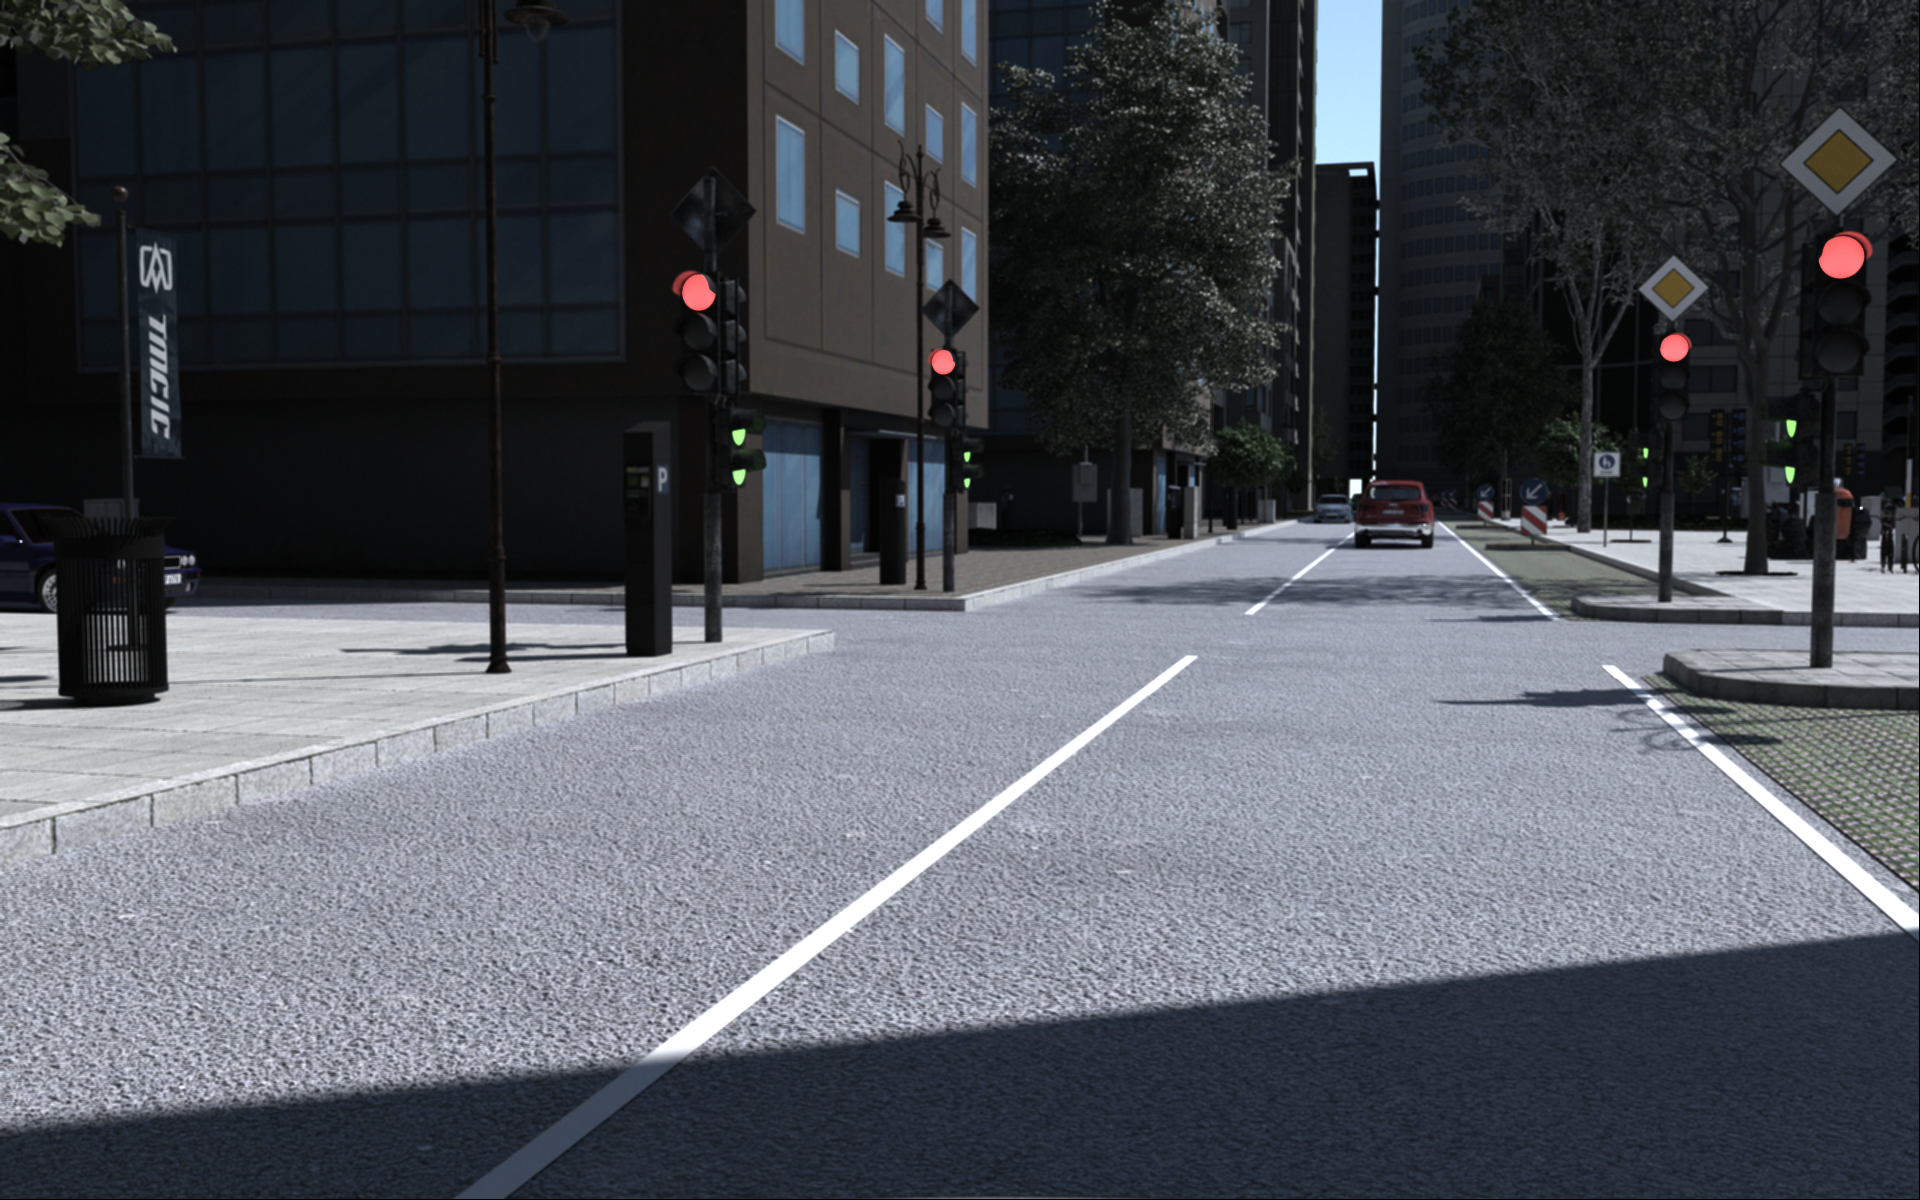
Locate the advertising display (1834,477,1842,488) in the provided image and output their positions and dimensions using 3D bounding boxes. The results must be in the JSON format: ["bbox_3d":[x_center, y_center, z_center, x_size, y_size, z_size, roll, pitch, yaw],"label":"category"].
[{"bbox_3d":[33.812,-3.784,67.077,0.974,1.923,0.123,-2,4,-35],"label":"advertising display"}]

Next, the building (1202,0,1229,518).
[{"bbox_3d":[1.759,-28.342,87.101,21.300,48.544,21.600,1,4,14],"label":"building"}]

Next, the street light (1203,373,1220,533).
[{"bbox_3d":[8.302,-5.165,57.238,0.468,5.910,1.993,1,4,14],"label":"street light"}]

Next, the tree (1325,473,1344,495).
[{"bbox_3d":[34.209,-10.025,158.505,1.663,3.219,1.824,0,3,0],"label":"tree"}]

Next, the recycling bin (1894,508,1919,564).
[{"bbox_3d":[17.980,-1.207,32.287,0.722,1.027,0.722,-1,4,-15],"label":"recycling bin"}]

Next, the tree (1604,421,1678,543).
[{"bbox_3d":[17.871,-3.141,45.951,1.663,3.219,1.824,0,3,0],"label":"tree"}]

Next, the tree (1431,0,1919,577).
[{"bbox_3d":[12.586,-7.146,27.207,12.009,13.543,11.850,0,3,0],"label":"tree"}]

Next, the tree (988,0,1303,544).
[{"bbox_3d":[4.139,-8.422,44.351,9.857,13.997,8.962,0,3,0],"label":"tree"}]

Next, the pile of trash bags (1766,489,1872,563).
[{"bbox_3d":[16.808,-1.476,33.884,1.912,1.369,3.447,1,4,12],"label":"pile of trash bags"}]

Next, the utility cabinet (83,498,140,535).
[{"bbox_3d":[-12.483,-0.876,25.485,1.020,1.237,0.306,2,4,35],"label":"utility cabinet"}]

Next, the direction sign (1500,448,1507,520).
[{"bbox_3d":[27.077,-5.752,86.044,0.379,3.537,0.876,2,4,24],"label":"direction sign"}]

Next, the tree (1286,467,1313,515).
[{"bbox_3d":[20.872,-6.938,108.045,1.663,3.219,1.824,0,3,0],"label":"tree"}]

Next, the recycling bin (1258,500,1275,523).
[{"bbox_3d":[13.441,-3.879,75.970,0.722,1.027,0.722,1,4,14],"label":"recycling bin"}]

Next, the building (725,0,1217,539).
[{"bbox_3d":[1.319,-25.108,60.622,14.600,45.320,14.200,1,4,14],"label":"building"}]

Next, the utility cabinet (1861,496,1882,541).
[{"bbox_3d":[25.266,-2.258,48.086,0.306,1.237,1.020,1,4,14],"label":"utility cabinet"}]

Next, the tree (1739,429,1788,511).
[{"bbox_3d":[39.580,-6.138,84.070,4.285,4.588,4.351,0,3,0],"label":"tree"}]

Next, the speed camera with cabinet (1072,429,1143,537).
[{"bbox_3d":[4.384,-3.496,51.503,2.038,3.252,0.660,0,4,-4],"label":"speed camera with cabinet"}]

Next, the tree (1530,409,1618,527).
[{"bbox_3d":[23.747,-5.094,66.997,4.285,4.588,4.351,0,3,0],"label":"tree"}]

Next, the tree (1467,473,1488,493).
[{"bbox_3d":[38.214,-8.156,127.945,1.663,3.219,1.824,0,3,0],"label":"tree"}]

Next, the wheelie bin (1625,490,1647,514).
[{"bbox_3d":[29.957,-4.207,76.692,0.980,1.594,0.693,-3,4,-36],"label":"wheelie bin"}]

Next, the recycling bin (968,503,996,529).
[{"bbox_3d":[0.566,-2.301,50.182,0.722,1.027,0.722,-2,4,-31],"label":"recycling bin"}]

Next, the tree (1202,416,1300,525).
[{"bbox_3d":[11.792,-5.423,72.380,4.285,4.588,4.351,0,3,0],"label":"tree"}]

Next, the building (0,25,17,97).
[{"bbox_3d":[-21.461,-16.074,34.515,14.107,30.474,14.160,1,4,14],"label":"building"}]

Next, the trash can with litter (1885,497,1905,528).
[{"bbox_3d":[35.379,-3.294,65.239,1.055,1.170,0.624,-2,4,-35],"label":"trash can with litter"}]

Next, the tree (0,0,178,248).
[{"bbox_3d":[-6.041,-5.369,5.914,7.486,12.596,7.792,0,3,0],"label":"tree"}]

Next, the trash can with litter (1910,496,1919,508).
[{"bbox_3d":[46.502,-4.522,84.990,2.233,1.210,1.678,3,5,41],"label":"trash can with litter"}]

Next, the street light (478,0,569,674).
[{"bbox_3d":[-3.317,-2.415,12.270,0.468,5.910,1.993,1,4,14],"label":"street light"}]

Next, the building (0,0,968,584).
[{"bbox_3d":[-7.835,-23.319,31.385,14.600,45.320,14.200,1,4,14],"label":"building"}]

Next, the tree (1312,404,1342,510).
[{"bbox_3d":[29.082,-11.709,141.808,4.737,8.622,4.395,0,3,0],"label":"tree"}]

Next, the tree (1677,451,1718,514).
[{"bbox_3d":[32.484,-5.029,76.820,1.663,3.219,1.824,0,3,0],"label":"tree"}]

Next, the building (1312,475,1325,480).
[{"bbox_3d":[19.064,-31.001,161.496,28.867,44.769,22.147,1,4,14],"label":"building"}]

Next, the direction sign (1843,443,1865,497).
[{"bbox_3d":[39.962,-5.228,77.471,0.876,3.537,0.379,3,5,41],"label":"direction sign"}]

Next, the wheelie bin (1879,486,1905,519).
[{"bbox_3d":[38.655,-3.913,71.891,0.980,1.594,0.693,1,4,9],"label":"wheelie bin"}]

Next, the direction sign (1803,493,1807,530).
[{"bbox_3d":[21.461,-3.176,43.930,0.379,3.537,0.876,3,4,36],"label":"direction sign"}]

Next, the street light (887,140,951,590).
[{"bbox_3d":[-0.529,-3.076,23.076,0.468,5.910,1.993,1,4,14],"label":"street light"}]

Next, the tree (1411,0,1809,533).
[{"bbox_3d":[21.988,-12.251,56.187,12.611,20.169,13.585,0,3,0],"label":"tree"}]

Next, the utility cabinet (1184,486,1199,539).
[{"bbox_3d":[6.620,-2.507,49.664,0.318,1.500,1.173,1,4,14],"label":"utility cabinet"}]

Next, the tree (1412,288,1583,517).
[{"bbox_3d":[30.308,-11.005,96.943,9.611,12.733,9.660,0,3,0],"label":"tree"}]

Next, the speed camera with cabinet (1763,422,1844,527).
[{"bbox_3d":[22.231,-3.145,45.760,2.038,3.252,0.660,1,4,11],"label":"speed camera with cabinet"}]

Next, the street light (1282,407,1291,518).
[{"bbox_3d":[17.317,-7.295,92.066,0.468,5.910,1.993,1,4,14],"label":"street light"}]

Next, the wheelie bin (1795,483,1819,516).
[{"bbox_3d":[25.176,-2.651,51.245,0.693,1.594,0.980,0,4,-6],"label":"wheelie bin"}]

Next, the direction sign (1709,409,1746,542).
[{"bbox_3d":[20.372,-3.304,46.025,0.876,3.537,0.379,1,4,13],"label":"direction sign"}]
